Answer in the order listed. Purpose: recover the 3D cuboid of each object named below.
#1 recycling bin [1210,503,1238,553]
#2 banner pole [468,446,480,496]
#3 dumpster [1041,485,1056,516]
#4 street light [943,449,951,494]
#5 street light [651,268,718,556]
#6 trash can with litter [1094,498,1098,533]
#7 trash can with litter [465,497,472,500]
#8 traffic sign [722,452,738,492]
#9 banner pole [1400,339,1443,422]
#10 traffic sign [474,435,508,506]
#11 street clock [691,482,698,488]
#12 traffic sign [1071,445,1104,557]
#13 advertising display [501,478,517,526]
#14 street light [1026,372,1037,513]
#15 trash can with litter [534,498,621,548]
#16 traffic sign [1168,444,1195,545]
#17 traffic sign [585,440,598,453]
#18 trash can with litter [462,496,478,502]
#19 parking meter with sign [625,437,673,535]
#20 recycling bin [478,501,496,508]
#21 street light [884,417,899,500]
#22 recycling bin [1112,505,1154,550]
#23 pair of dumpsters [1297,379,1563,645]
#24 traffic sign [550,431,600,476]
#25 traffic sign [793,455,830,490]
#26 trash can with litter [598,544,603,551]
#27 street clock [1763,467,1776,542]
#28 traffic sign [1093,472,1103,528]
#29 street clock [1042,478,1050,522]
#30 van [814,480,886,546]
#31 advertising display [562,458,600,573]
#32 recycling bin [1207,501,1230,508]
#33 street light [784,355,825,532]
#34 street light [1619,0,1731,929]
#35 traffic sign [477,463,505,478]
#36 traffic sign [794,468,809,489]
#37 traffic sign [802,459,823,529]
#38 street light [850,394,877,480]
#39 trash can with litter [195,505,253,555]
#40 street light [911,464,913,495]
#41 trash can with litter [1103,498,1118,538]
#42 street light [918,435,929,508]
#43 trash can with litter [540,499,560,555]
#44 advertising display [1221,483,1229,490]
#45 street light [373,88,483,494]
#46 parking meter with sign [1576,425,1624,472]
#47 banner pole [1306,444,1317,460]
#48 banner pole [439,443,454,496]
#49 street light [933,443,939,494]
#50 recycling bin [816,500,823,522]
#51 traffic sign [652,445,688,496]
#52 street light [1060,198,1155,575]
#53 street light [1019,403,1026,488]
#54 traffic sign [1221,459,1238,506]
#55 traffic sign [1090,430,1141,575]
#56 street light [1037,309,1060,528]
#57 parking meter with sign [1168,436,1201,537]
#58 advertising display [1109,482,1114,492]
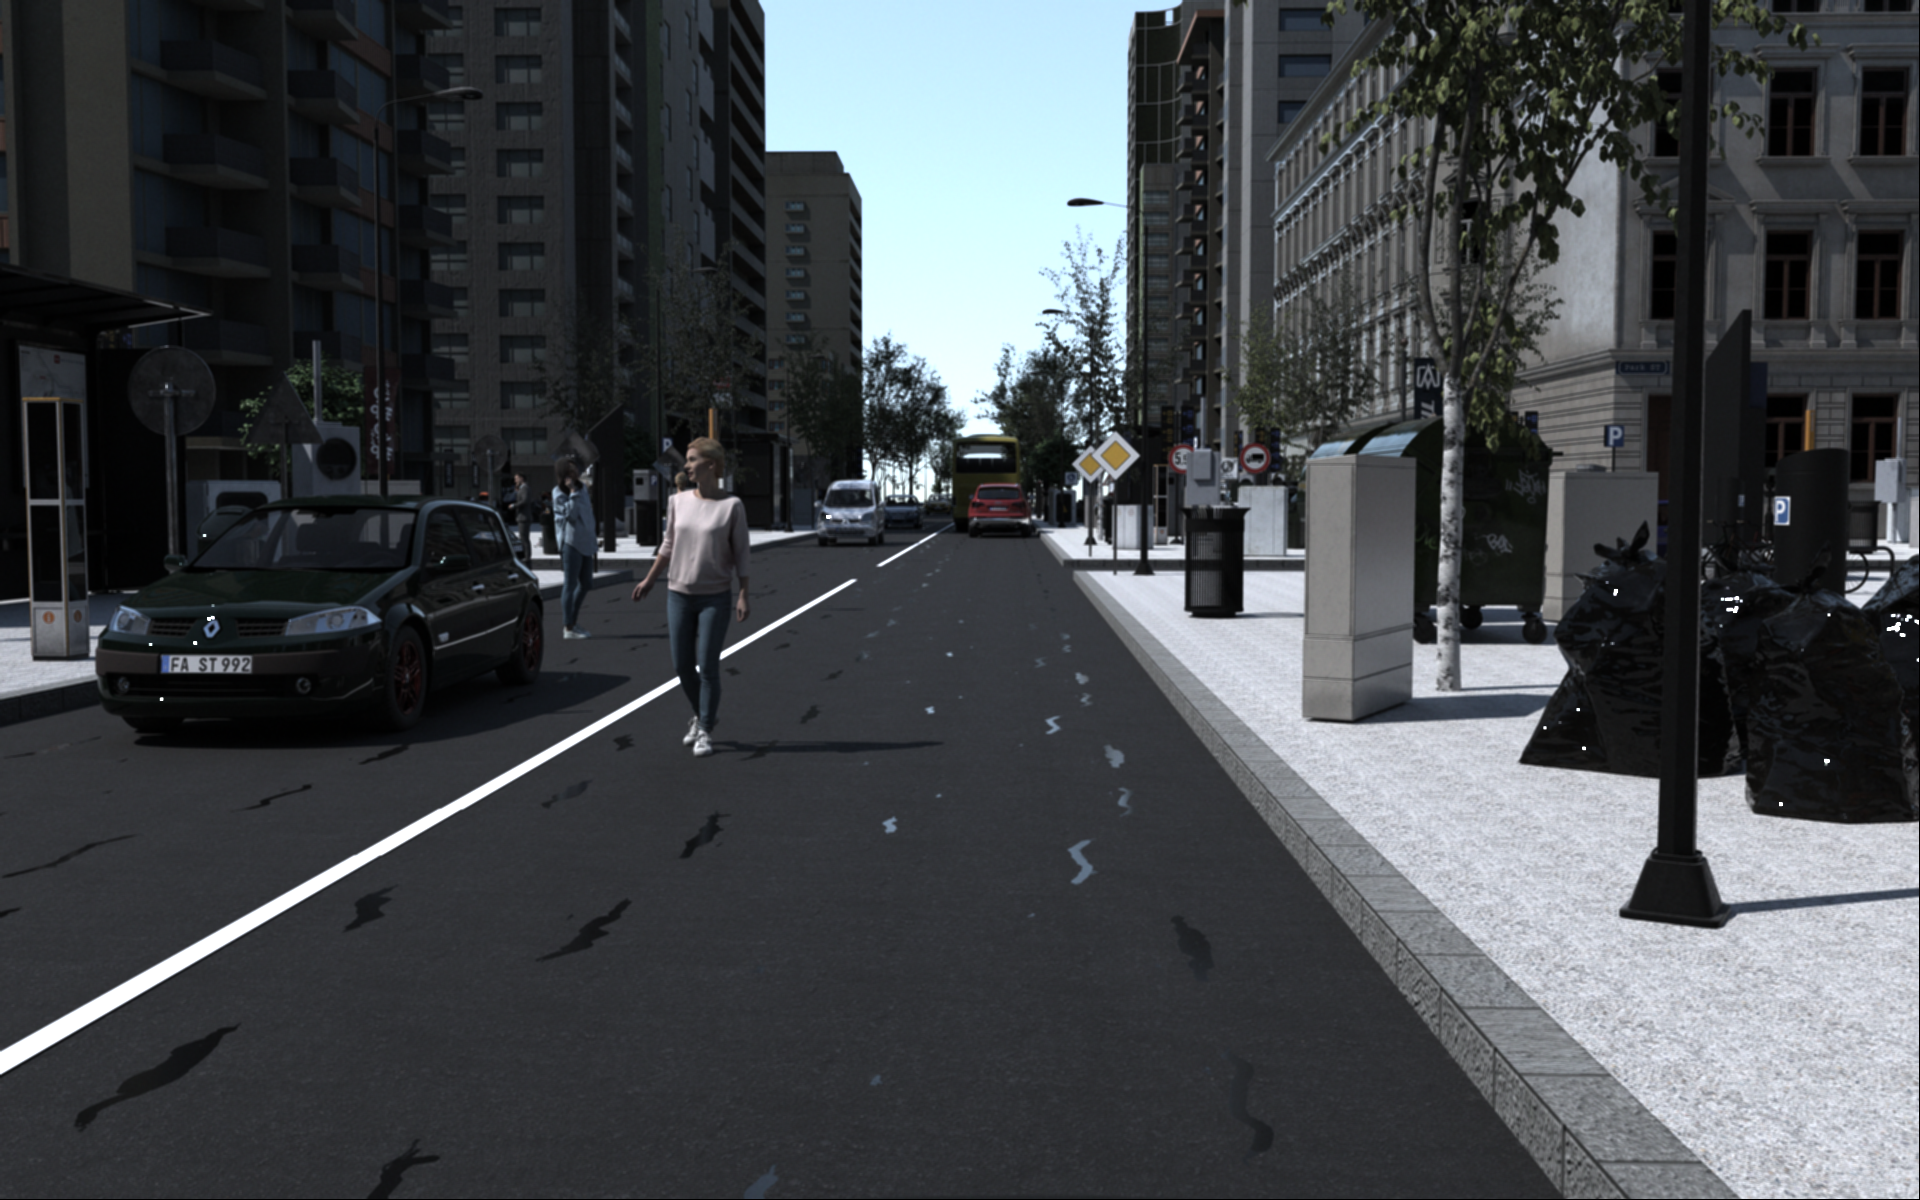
[{"bbox_3d":[6.012,-1.542,37.764,0.722,1.027,0.722,-2,4,-24],"label":"recycling bin"},{"bbox_3d":[-25.315,-6.119,90.065,0.401,3.779,0.863,3,5,41],"label":"banner pole"},{"bbox_3d":[5.028,-5.641,97.984,1.264,1.857,1.865,0,4,1],"label":"dumpster"},{"bbox_3d":[-1.977,-12.639,179.194,1.470,5.913,1.316,0,4,1],"label":"street light"},{"bbox_3d":[-5.664,-3.862,35.692,1.470,5.913,1.316,0,4,1],"label":"street light"},{"bbox_3d":[4.883,-2.725,55.933,1.055,1.170,0.624,-1,4,-9],"label":"trash can with litter"},{"bbox_3d":[-20.053,-3.687,71.663,0.624,1.170,1.055,3,4,37],"label":"trash can with litter"},{"bbox_3d":[-6.990,-3.144,51.508,0.768,2.556,0.104,0,4,3],"label":"traffic sign"},{"bbox_3d":[7.388,-2.322,27.983,0.863,3.779,0.401,0,4,3],"label":"banner pole"},{"bbox_3d":[-10.096,-2.272,37.257,0.768,2.556,0.104,1,4,11],"label":"traffic sign"},{"bbox_3d":[-12.778,-4.860,84.027,0.471,2.002,0.358,-1,4,-17],"label":"street clock"},{"bbox_3d":[2.663,-1.940,35.358,0.795,2.450,0.064,0,4,1],"label":"traffic sign"},{"bbox_3d":[-18.107,-3.964,70.019,0.974,1.923,0.123,1,4,22],"label":"advertising display"},{"bbox_3d":[3.337,-5.702,65.765,1.470,5.913,1.316,0,4,1],"label":"street light"},{"bbox_3d":[-9.457,-1.916,42.391,2.233,1.210,1.678,0,4,-7],"label":"trash can with litter"},{"bbox_3d":[5.644,-2.674,43.822,0.768,2.556,0.104,0,4,7],"label":"traffic sign"},{"bbox_3d":[-8.795,-2.463,40.370,0.768,2.556,0.104,1,4,11],"label":"traffic sign"},{"bbox_3d":[-13.907,-2.415,50.536,2.233,1.210,1.678,-1,4,-21],"label":"trash can with litter"},{"bbox_3d":[-9.772,-3.525,53.889,1.738,3.016,0.543,2,4,30],"label":"parking meter with sign"},{"bbox_3d":[-18.077,-3.244,65.586,0.722,1.027,0.722,2,4,31],"label":"recycling bin"},{"bbox_3d":[-3.986,-8.062,104.348,1.470,5.913,1.316,0,4,1],"label":"street light"},{"bbox_3d":[4.006,-1.685,40.098,0.722,1.027,0.722,3,5,39],"label":"recycling bin"},{"bbox_3d":[4.418,-0.872,16.755,1.574,2.255,4.437,0,4,1],"label":"pair of dumpsters"},{"bbox_3d":[-6.137,-1.467,27.620,0.795,2.450,0.064,0,4,1],"label":"traffic sign"},{"bbox_3d":[-7.897,-5.922,90.694,2.265,3.308,0.079,1,4,9],"label":"traffic sign"},{"bbox_3d":[-8.624,-1.688,38.989,0.624,1.170,1.055,3,5,41],"label":"trash can with litter"},{"bbox_3d":[21.887,-2.584,46.816,0.471,2.002,0.358,-2,4,-24],"label":"street clock"},{"bbox_3d":[5.042,-3.964,64.916,0.768,2.556,0.104,0,4,2],"label":"traffic sign"},{"bbox_3d":[3.968,-4.600,79.785,0.358,2.002,0.471,1,4,17],"label":"street clock"},{"bbox_3d":[-3.066,-2.578,49.169,2.013,2.044,4.112,0,4,1],"label":"van"},{"bbox_3d":[-6.256,-1.418,28.406,0.974,1.923,0.123,3,5,41],"label":"advertising display"},{"bbox_3d":[9.031,-2.934,60.522,0.722,1.027,0.722,2,4,33],"label":"recycling bin"},{"bbox_3d":[-5.198,-5.220,57.890,1.470,5.913,1.316,0,4,1],"label":"street light"},{"bbox_3d":[1.643,-1.993,5.131,1.470,5.913,1.316,0,4,1],"label":"street light"},{"bbox_3d":[-10.622,-2.390,39.186,0.768,2.556,0.104,1,4,10],"label":"traffic sign"},{"bbox_3d":[-7.715,-5.159,84.460,0.768,2.556,0.104,0,4,7],"label":"traffic sign"},{"bbox_3d":[-5.417,-3.893,63.755,0.768,2.556,0.104,0,4,2],"label":"traffic sign"},{"bbox_3d":[-4.541,-6.615,80.693,1.470,5.913,1.316,0,4,1],"label":"street light"},{"bbox_3d":[-7.053,-0.318,16.579,0.624,1.170,1.055,0,4,0],"label":"trash can with litter"},{"bbox_3d":[-3.748,-8.531,112.026,1.470,5.913,1.316,0,4,1],"label":"street light"},{"bbox_3d":[4.742,-2.403,50.671,1.055,1.170,0.624,2,4,24],"label":"trash can with litter"},{"bbox_3d":[-3.173,-9.889,134.221,1.470,5.913,1.316,0,4,1],"label":"street light"},{"bbox_3d":[-8.380,-1.554,36.790,1.055,1.170,0.624,0,4,-1],"label":"trash can with litter"},{"bbox_3d":[14.767,-5.698,98.375,0.974,1.923,0.123,1,4,11],"label":"advertising display"},{"bbox_3d":[-6.147,-2.901,19.972,1.470,5.913,1.316,0,4,1],"label":"street light"},{"bbox_3d":[16.335,-2.969,44.808,0.543,3.016,1.738,-1,4,-19],"label":"parking meter with sign"},{"bbox_3d":[17.567,-5.906,86.588,0.401,3.779,0.863,-3,4,-37],"label":"banner pole"},{"bbox_3d":[-25.104,-5.784,84.578,0.863,3.779,0.401,-2,4,-33],"label":"banner pole"},{"bbox_3d":[-2.568,-11.282,156.999,1.470,5.913,1.316,0,4,1],"label":"street light"},{"bbox_3d":[-6.807,-4.140,80.241,0.722,1.027,0.722,-1,4,-22],"label":"recycling bin"},{"bbox_3d":[-5.928,-1.955,35.602,0.795,2.450,0.064,0,4,1],"label":"traffic sign"},{"bbox_3d":[2.379,-3.351,27.322,1.470,5.913,1.316,0,4,1],"label":"street light"},{"bbox_3d":[3.866,-7.064,88.042,1.470,5.913,1.316,0,4,1],"label":"street light"},{"bbox_3d":[7.545,-2.864,48.950,0.606,2.300,0.079,0,4,2],"label":"traffic sign"},{"bbox_3d":[2.454,-1.452,27.376,0.795,2.450,0.064,0,4,1],"label":"traffic sign"},{"bbox_3d":[2.756,-4.344,43.570,1.470,5.913,1.316,0,4,1],"label":"street light"},{"bbox_3d":[6.334,-3.426,52.279,1.738,3.016,0.543,0,4,-6],"label":"parking meter with sign"},{"bbox_3d":[8.256,-5.227,90.677,0.974,1.923,0.123,1,4,22],"label":"advertising display"}]
